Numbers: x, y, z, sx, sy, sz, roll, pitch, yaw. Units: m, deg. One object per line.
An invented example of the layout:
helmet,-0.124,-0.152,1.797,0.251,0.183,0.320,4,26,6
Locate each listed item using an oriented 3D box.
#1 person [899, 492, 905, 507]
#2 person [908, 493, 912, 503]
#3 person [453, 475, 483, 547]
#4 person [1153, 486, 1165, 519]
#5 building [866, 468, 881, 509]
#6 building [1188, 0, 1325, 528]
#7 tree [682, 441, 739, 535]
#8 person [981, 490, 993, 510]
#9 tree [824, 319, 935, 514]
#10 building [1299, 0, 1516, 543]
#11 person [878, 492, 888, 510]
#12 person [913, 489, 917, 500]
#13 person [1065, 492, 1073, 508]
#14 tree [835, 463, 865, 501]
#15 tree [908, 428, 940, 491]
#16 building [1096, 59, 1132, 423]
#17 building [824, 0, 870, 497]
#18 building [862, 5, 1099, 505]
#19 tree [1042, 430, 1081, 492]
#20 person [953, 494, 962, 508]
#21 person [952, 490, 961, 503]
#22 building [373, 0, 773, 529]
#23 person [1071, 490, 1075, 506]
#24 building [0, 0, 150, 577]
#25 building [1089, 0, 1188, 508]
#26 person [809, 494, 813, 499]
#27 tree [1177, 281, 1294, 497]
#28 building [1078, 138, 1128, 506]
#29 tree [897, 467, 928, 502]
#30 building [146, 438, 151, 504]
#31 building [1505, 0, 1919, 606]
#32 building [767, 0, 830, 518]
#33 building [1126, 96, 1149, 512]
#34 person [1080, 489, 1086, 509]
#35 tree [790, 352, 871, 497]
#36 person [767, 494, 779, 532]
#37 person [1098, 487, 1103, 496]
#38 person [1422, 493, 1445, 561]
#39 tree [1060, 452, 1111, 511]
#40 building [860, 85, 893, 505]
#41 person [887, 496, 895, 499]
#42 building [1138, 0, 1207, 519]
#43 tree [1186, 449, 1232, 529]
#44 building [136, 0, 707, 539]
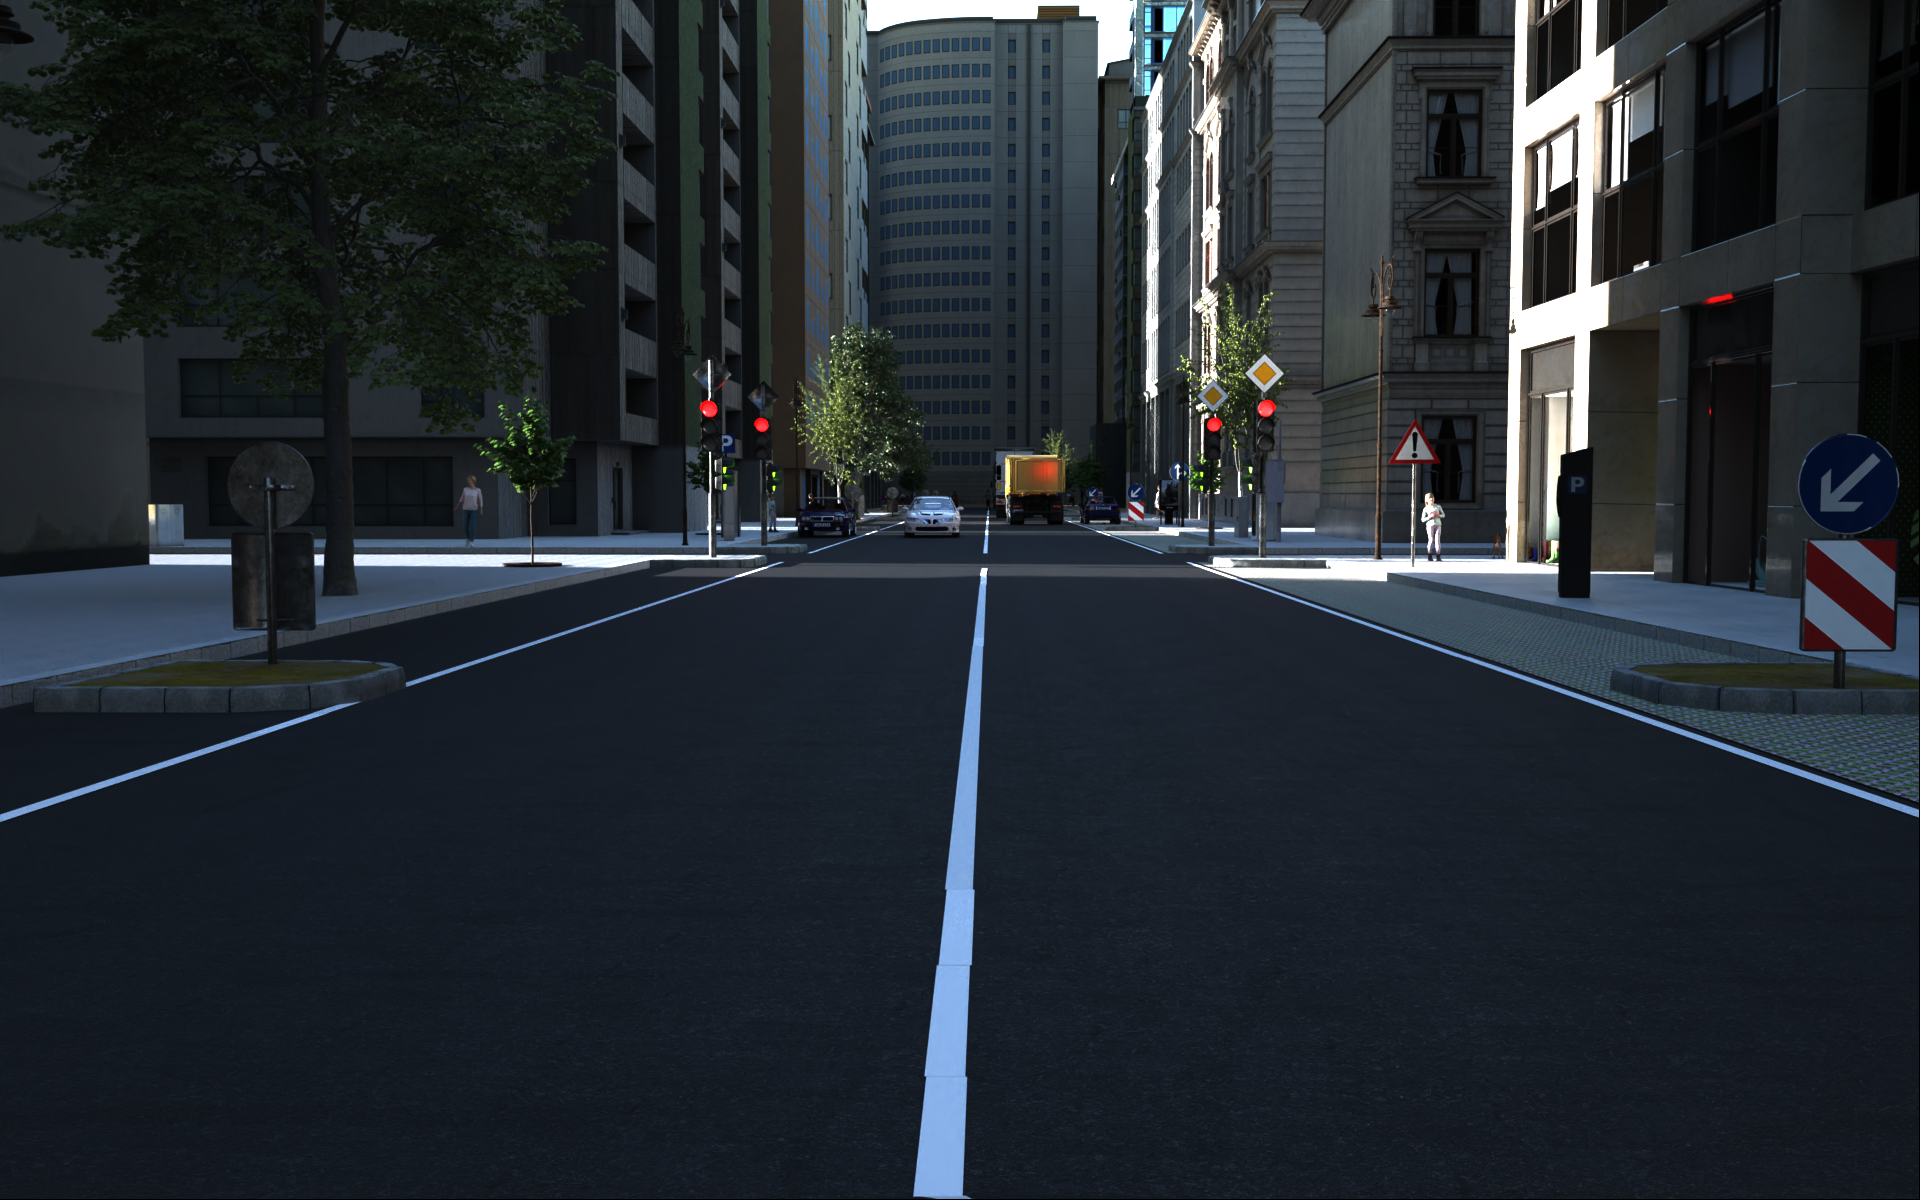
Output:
person,-5.287,-9.026,156.811,0.628,1.438,0.799,0,4,-1
person,-5.265,-11.094,190.650,0.991,1.433,0.599,-2,4,-31
person,-12.019,-2.180,42.352,0.731,1.740,0.598,0,4,-7
person,10.357,-5.066,89.618,0.760,1.731,0.466,0,4,-7
building,-17.670,-43.906,156.123,20.563,71.187,20.611,0,4,1
building,18.171,-17.661,76.151,14.401,28.519,23.554,0,4,1
tree,-7.964,-3.662,54.480,1.663,3.219,1.824,0,3,0
person,2.436,-8.740,151.407,1.348,1.823,0.705,3,5,42
tree,-6.374,-12.023,113.585,9.611,12.733,9.660,0,3,0
building,20.192,-11.292,49.259,19.286,19.102,10.561,0,4,1
person,-6.121,-7.880,138.104,0.991,1.433,0.599,1,4,10
person,-3.312,-7.354,128.730,0.705,1.826,1.348,1,4,8
person,10.297,-9.470,164.064,0.799,1.438,0.628,0,4,-3
tree,-6.451,-6.707,104.266,1.663,3.219,1.824,0,3,0
tree,-4.534,-14.129,181.370,4.737,8.622,4.395,0,3,0
building,30.150,-38.397,217.031,27.495,52.752,28.713,0,4,1
building,-21.195,-33.212,132.262,28.713,52.752,27.495,0,4,1
building,2.231,-41.057,213.277,28.212,58.520,21.231,0,4,1
tree,11.211,-14.988,195.422,4.737,8.622,4.395,0,3,0
person,-0.292,-7.340,131.765,1.065,1.426,0.557,-1,4,-23
person,-0.329,-8.163,142.680,0.721,1.743,1.217,-2,4,-35
building,-16.202,-18.644,76.527,14.160,30.474,14.107,0,4,1
person,11.647,-10.539,179.064,0.721,1.736,1.217,-1,4,-15
building,-25.447,-24.216,19.631,21.600,48.544,21.300,0,4,1
building,23.420,-51.203,149.839,22.319,86.520,31.000,0,4,1
person,-7.162,-4.507,83.976,0.590,1.304,0.306,-2,4,-32
tree,9.561,-6.656,59.193,4.737,8.622,4.395,0,3,0
building,28.696,-29.769,178.612,32.217,40.220,23.993,0,4,1
tree,-5.141,-12.470,187.604,4.285,4.588,4.351,0,3,0
building,-32.068,-22.646,53.856,14.086,41.232,14.154,0,4,1
building,19.718,-12.881,15.124,19.350,26.468,34.151,0,4,1
building,-15.127,-27.503,99.782,14.600,45.320,14.200,0,4,1
building,19.328,-21.860,129.105,14.160,30.474,14.107,0,4,1
person,10.873,-9.042,153.887,0.705,1.822,1.348,2,4,24
tree,-6.388,-8.494,89.238,4.737,8.622,4.395,0,3,0
person,-6.255,-2.918,58.028,0.394,1.301,0.425,0,4,4
person,9.320,-6.645,115.520,0.643,1.720,0.563,-3,5,-40
person,9.102,-1.401,33.232,0.425,1.301,0.394,-1,4,-11
tree,9.955,-9.133,133.030,4.285,4.588,4.351,0,3,0
building,-22.096,-32.168,180.576,28.867,44.769,22.147,0,4,1
person,-5.736,-8.456,144.857,0.434,1.755,0.990,3,5,43
building,17.443,-19.894,102.760,11.434,29.767,29.804,0,4,1
tree,9.330,-4.249,64.070,1.663,3.219,1.824,0,3,0
building,-16.204,-17.294,54.457,14.160,30.474,14.107,0,4,1
